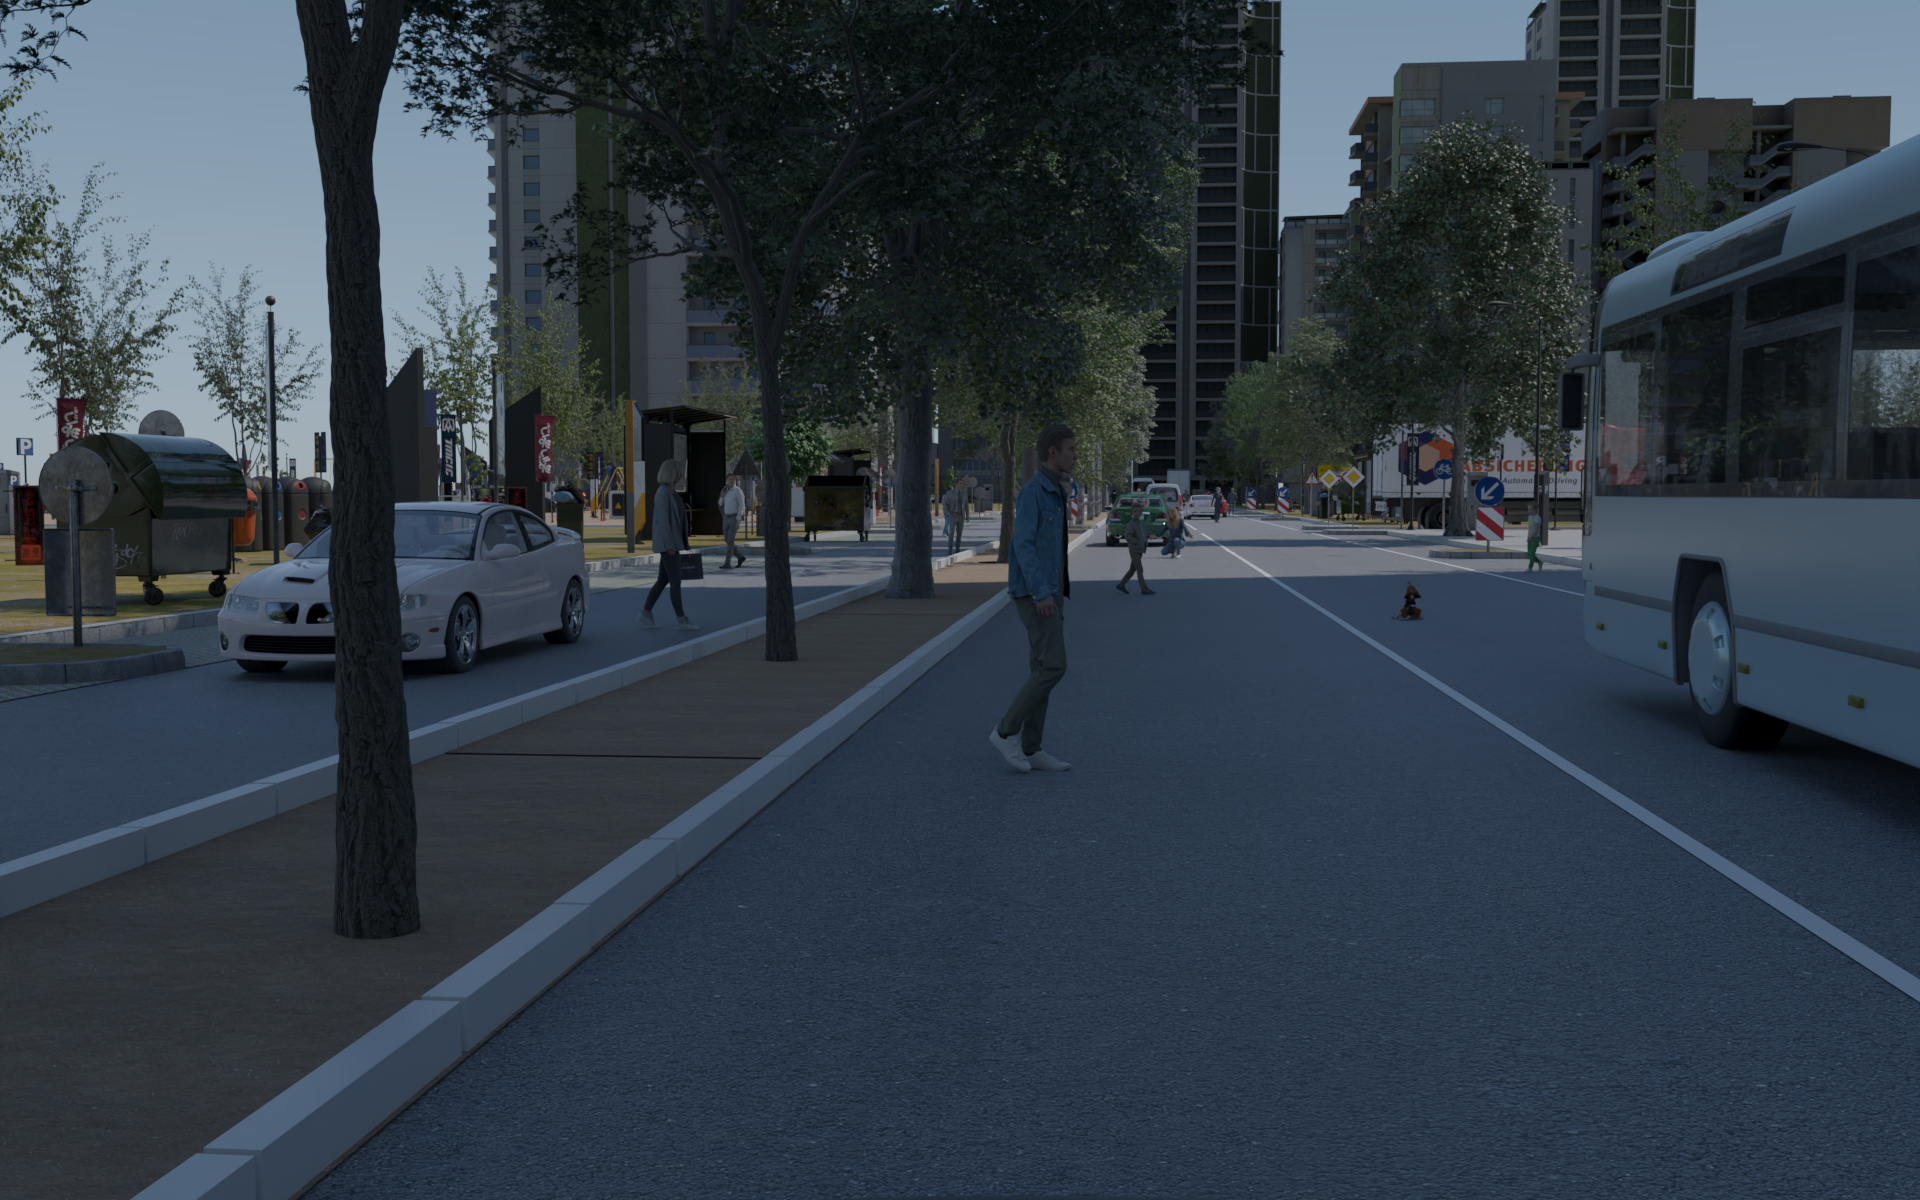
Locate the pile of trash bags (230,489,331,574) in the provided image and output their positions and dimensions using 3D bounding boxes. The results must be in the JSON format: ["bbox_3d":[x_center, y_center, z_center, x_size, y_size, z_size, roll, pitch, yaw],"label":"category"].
[{"bbox_3d":[-10.295,-1.124,28.124,3.447,1.369,1.912,0,4,-2],"label":"pile of trash bags"}]

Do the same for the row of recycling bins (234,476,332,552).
[{"bbox_3d":[-15.646,-1.990,39.650,1.069,1.692,3.534,1,4,13],"label":"row of recycling bins"}]

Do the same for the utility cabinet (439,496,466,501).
[{"bbox_3d":[-18.741,-3.226,63.901,1.020,1.237,0.306,-3,5,-43],"label":"utility cabinet"}]

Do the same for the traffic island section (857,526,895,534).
[{"bbox_3d":[-2.563,-2.523,63.529,2.009,0.180,2.903,0,4,6],"label":"traffic island section"}]

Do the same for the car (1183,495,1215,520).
[{"bbox_3d":[13.712,-5.261,98.382,2.083,1.381,4.827,0,4,4],"label":"car"}]

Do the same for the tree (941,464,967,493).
[{"bbox_3d":[-0.535,-7.110,110.851,1.663,3.219,1.824,0,3,0],"label":"tree"}]

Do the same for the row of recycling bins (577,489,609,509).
[{"bbox_3d":[-31.787,-8.725,149.769,3.534,1.692,1.069,1,4,17],"label":"row of recycling bins"}]

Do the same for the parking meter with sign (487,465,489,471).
[{"bbox_3d":[-28.156,-6.477,102.156,0.543,3.016,1.738,1,4,12],"label":"parking meter with sign"}]

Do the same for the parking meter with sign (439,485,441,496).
[{"bbox_3d":[-44.148,-9.278,147.952,1.738,3.016,0.543,-1,4,-17],"label":"parking meter with sign"}]

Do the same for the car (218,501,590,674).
[{"bbox_3d":[-4.734,-0.186,15.401,2.083,1.381,4.827,0,4,5],"label":"car"}]

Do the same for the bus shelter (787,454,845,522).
[{"bbox_3d":[-6.881,-5.357,81.515,2.014,3.302,5.546,0,4,6],"label":"bus shelter"}]

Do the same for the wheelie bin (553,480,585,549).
[{"bbox_3d":[-8.523,-1.829,37.806,0.693,1.594,0.980,-1,4,-12],"label":"wheelie bin"}]

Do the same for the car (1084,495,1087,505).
[{"bbox_3d":[14.452,-11.500,200.393,2.083,1.381,4.827,0,4,5],"label":"car"}]

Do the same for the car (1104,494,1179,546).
[{"bbox_3d":[5.112,-2.274,48.976,2.131,1.459,4.920,0,4,8],"label":"car"}]

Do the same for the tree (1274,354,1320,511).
[{"bbox_3d":[23.801,-12.519,130.438,9.928,11.665,9.643,0,3,0],"label":"tree"}]

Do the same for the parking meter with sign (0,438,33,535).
[{"bbox_3d":[-29.717,-3.529,53.961,1.738,3.016,0.543,1,4,21],"label":"parking meter with sign"}]

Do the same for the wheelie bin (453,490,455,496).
[{"bbox_3d":[-41.722,-8.235,142.555,0.693,1.594,0.980,1,4,16],"label":"wheelie bin"}]

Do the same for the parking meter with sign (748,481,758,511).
[{"bbox_3d":[-15.569,-8.217,130.600,0.543,3.016,1.738,1,4,9],"label":"parking meter with sign"}]

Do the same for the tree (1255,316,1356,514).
[{"bbox_3d":[22.578,-11.766,110.503,7.486,12.596,7.792,0,3,0],"label":"tree"}]

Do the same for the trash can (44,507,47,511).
[{"bbox_3d":[-60.846,-6.356,115.580,0.748,1.137,0.748,0,3,0],"label":"trash can"}]

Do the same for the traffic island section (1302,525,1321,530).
[{"bbox_3d":[14.863,-2.903,69.749,2.009,0.180,2.903,0,4,6],"label":"traffic island section"}]

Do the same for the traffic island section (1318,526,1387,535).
[{"bbox_3d":[14.039,-2.418,61.807,2.009,0.180,2.903,0,4,6],"label":"traffic island section"}]

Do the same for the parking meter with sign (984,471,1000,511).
[{"bbox_3d":[2.175,-8.374,133.172,1.738,3.016,0.543,0,4,5],"label":"parking meter with sign"}]

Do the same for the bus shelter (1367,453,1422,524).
[{"bbox_3d":[20.011,-6.101,77.379,2.179,5.291,8.768,0,4,6],"label":"bus shelter"}]

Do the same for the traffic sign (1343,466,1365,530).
[{"bbox_3d":[14.015,-3.553,61.732,0.795,2.450,0.064,0,4,6],"label":"traffic sign"}]

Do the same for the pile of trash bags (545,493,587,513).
[{"bbox_3d":[-27.028,-6.637,118.267,3.447,1.369,1.912,1,4,18],"label":"pile of trash bags"}]

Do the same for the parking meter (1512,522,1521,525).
[{"bbox_3d":[23.343,-3.925,72.592,0.372,1.533,0.369,0,3,0],"label":"parking meter"}]

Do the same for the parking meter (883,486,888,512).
[{"bbox_3d":[-5.235,-7.141,122.459,0.255,1.863,0.399,-2,4,-34],"label":"parking meter"}]

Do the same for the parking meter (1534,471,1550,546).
[{"bbox_3d":[14.455,-2.286,43.085,0.255,1.863,0.399,3,5,44],"label":"parking meter"}]

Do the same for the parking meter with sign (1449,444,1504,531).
[{"bbox_3d":[18.082,-3.940,60.674,1.738,3.016,0.543,0,4,8],"label":"parking meter with sign"}]

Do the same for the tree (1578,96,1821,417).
[{"bbox_3d":[13.993,-5.038,32.732,4.737,8.622,4.395,0,3,0],"label":"tree"}]

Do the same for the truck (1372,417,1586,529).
[{"bbox_3d":[21.250,-4.627,64.568,11.283,4.237,2.839,0,4,5],"label":"truck"}]

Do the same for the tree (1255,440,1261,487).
[{"bbox_3d":[25.389,-11.504,138.455,4.360,8.622,3.978,0,3,0],"label":"tree"}]

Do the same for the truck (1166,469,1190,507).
[{"bbox_3d":[24.868,-12.747,197.328,2.839,4.237,11.283,0,4,7],"label":"truck"}]

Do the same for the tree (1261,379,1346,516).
[{"bbox_3d":[20.757,-9.228,101.233,4.360,8.622,3.978,0,3,0],"label":"tree"}]

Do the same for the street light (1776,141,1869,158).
[{"bbox_3d":[11.454,-3.082,22.931,1.470,5.913,1.316,0,4,6],"label":"street light"}]

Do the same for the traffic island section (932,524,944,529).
[{"bbox_3d":[-1.739,-3.009,71.471,2.009,0.180,2.903,0,4,6],"label":"traffic island section"}]

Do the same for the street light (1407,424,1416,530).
[{"bbox_3d":[15.496,-5.436,61.420,1.470,5.913,1.316,0,4,6],"label":"street light"}]

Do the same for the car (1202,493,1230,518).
[{"bbox_3d":[15.639,-6.016,107.405,2.155,1.783,4.494,0,4,7],"label":"car"}]

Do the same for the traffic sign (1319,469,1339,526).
[{"bbox_3d":[14.839,-4.039,69.675,0.795,2.450,0.064,0,4,6],"label":"traffic sign"}]

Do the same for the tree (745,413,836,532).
[{"bbox_3d":[-5.791,-4.576,58.537,4.285,4.588,4.351,0,3,0],"label":"tree"}]

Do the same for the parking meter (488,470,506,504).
[{"bbox_3d":[-11.133,-2.197,41.639,0.399,1.863,0.255,3,4,38],"label":"parking meter"}]

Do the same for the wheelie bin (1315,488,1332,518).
[{"bbox_3d":[19.300,-5.144,92.014,0.693,1.594,0.980,-1,4,-15],"label":"wheelie bin"}]

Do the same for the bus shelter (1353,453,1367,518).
[{"bbox_3d":[22.084,-6.969,91.569,2.179,5.291,8.768,0,4,6],"label":"bus shelter"}]

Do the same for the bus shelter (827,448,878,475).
[{"bbox_3d":[-5.622,-6.122,91.374,1.731,3.624,6.357,0,4,6],"label":"bus shelter"}]

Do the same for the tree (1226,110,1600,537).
[{"bbox_3d":[15.003,-8.262,52.090,9.611,12.733,9.660,0,3,0],"label":"tree"}]

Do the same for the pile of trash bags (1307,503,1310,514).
[{"bbox_3d":[22.772,-6.019,108.160,1.912,1.369,3.447,0,4,5],"label":"pile of trash bags"}]

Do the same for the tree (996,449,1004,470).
[{"bbox_3d":[4.944,-13.035,163.489,4.737,8.622,4.395,0,3,0],"label":"tree"}]

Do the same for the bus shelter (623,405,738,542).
[{"bbox_3d":[-7.798,-3.525,48.910,1.731,3.624,6.357,0,4,6],"label":"bus shelter"}]

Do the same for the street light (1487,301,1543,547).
[{"bbox_3d":[13.404,-4.239,41.844,1.470,5.913,1.316,0,4,6],"label":"street light"}]

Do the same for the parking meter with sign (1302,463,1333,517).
[{"bbox_3d":[20.117,-6.186,97.396,1.738,3.016,0.543,1,4,14],"label":"parking meter with sign"}]

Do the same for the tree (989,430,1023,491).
[{"bbox_3d":[4.142,-12.025,146.969,4.360,8.622,3.978,0,3,0],"label":"tree"}]

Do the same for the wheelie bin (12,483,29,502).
[{"bbox_3d":[-26.933,-2.573,49.976,0.693,1.594,0.980,-3,4,-36],"label":"wheelie bin"}]

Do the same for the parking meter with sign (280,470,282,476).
[{"bbox_3d":[-48.214,-7.898,125.396,1.738,3.016,0.543,-1,4,-9],"label":"parking meter with sign"}]

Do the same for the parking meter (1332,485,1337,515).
[{"bbox_3d":[23.002,-6.137,106.052,0.399,1.863,0.255,3,5,40],"label":"parking meter"}]
